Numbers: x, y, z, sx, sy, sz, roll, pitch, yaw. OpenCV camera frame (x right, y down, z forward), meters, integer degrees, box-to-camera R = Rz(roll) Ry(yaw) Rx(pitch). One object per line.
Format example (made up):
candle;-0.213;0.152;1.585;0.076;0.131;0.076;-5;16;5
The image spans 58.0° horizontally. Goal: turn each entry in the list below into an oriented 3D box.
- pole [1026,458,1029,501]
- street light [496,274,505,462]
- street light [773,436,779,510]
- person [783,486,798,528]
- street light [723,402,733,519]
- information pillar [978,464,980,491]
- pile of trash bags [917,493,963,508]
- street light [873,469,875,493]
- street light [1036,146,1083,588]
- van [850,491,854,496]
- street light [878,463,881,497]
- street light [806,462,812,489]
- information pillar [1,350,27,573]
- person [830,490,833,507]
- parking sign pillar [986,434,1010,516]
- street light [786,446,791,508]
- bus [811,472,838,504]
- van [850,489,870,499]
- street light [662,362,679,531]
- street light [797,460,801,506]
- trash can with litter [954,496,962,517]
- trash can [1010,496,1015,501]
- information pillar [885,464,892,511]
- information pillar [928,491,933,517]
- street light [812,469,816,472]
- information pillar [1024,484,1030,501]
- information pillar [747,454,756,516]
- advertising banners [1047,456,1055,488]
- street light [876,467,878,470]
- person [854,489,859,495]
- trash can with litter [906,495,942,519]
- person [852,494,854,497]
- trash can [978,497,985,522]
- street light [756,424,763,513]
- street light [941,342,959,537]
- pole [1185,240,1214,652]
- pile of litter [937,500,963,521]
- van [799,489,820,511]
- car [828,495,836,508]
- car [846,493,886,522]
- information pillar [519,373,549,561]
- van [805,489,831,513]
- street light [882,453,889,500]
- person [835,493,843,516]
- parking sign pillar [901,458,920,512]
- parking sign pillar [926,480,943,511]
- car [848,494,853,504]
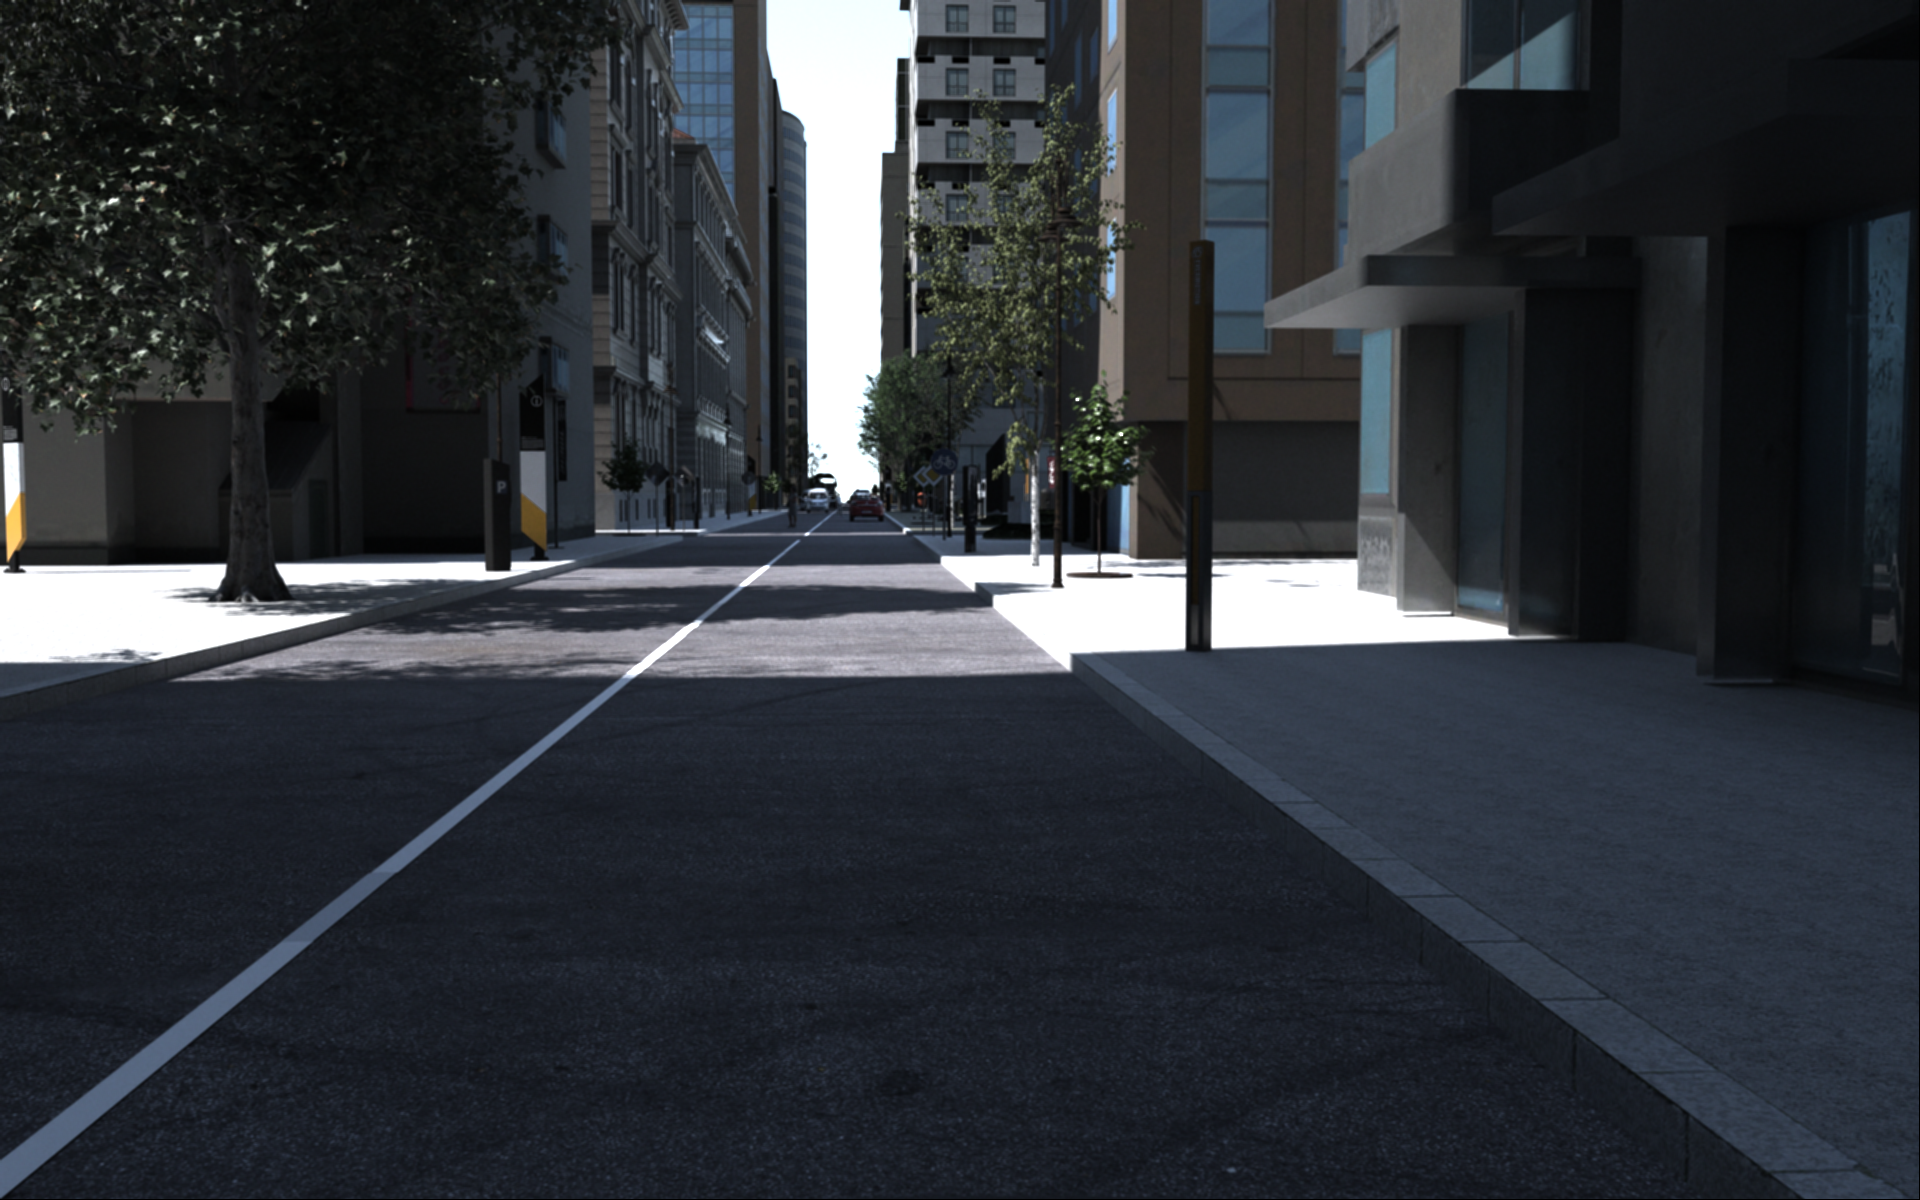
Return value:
pole;3.863;-6.435;99.057;0.158;3.312;0.155;0;3;0
street light;-8.203;-3.549;30.815;0.468;5.910;1.993;0;4;-3
street light;-14.593;-10.060;137.269;0.468;5.910;1.993;0;4;-3
person;-7.236;-3.972;73.803;0.532;1.782;0.716;-2;4;-33
street light;-11.691;-7.003;87.289;0.468;5.910;1.993;0;4;-3
information pillar;1.465;-8.726;134.020;0.183;3.616;0.504;0;4;-8
pile of trash bags;-1.119;-6.304;112.820;3.447;1.369;1.912;1;4;11
street light;-11.535;-16.401;240.938;0.468;5.910;1.993;0;4;-3
street light;1.336;-3.103;23.524;0.468;5.910;1.993;0;4;-3
van;-15.423;-15.419;259.114;2.013;2.044;4.112;0;4;-4
street light;-8.230;-12.963;184.731;0.468;5.910;1.993;0;4;-3
street light;-19.397;-15.093;219.561;0.468;5.910;1.993;0;4;-3
information pillar;-15.336;-2.245;28.061;0.504;3.616;0.183;2;4;35
person;-14.285;-11.281;192.575;0.705;1.869;1.348;0;4;-5
parking sign pillar;1.706;-5.463;77.786;1.447;3.967;1.447;-2;4;-35
street light;-16.188;-11.693;163.963;0.468;5.910;1.993;0;4;-3
bus;-15.655;-12.831;201.332;2.896;3.916;12.252;0;4;-2
van;-8.463;-8.707;149.377;2.013;2.044;4.112;0;4;-5
street light;-10.087;-5.370;60.595;0.468;5.910;1.993;0;4;-3
street light;-17.711;-13.328;190.695;0.468;5.910;1.993;0;4;-3
trash can with litter;-0.308;-5.329;98.521;0.624;1.170;1.055;1;4;22
trash can;3.949;-7.576;135.525;0.748;1.137;0.748;0;3;0
information pillar;-5.577;-8.761;134.593;0.504;3.616;0.183;-1;4;-10
information pillar;-1.670;-5.688;97.494;0.304;2.012;0.304;0;4;-5
street light;-21.080;-16.726;246.250;0.468;5.910;1.993;0;4;-3
information pillar;4.860;-7.409;125.631;0.304;2.012;0.304;1;4;18
information pillar;-12.224;-6.729;101.379;0.504;3.616;0.183;-1;4;-9
advertising banners;4.769;-5.112;79.767;0.090;3.025;2.074;-3;5;-44
street light;-9.853;-14.596;211.424;0.468;5.910;1.993;0;4;-3
person;-7.728;-7.435;129.917;0.638;1.841;0.748;-2;4;-24
trash can with litter;-1.717;-4.792;89.406;2.233;1.210;1.678;-1;4;-9
person;-12.602;-12.340;210.278;1.348;1.821;0.705;1;4;11
trash can;0.805;-4.183;80.045;0.748;1.137;0.748;0;3;0
street light;-13.229;-8.656;114.315;0.468;5.910;1.993;0;4;-3
street light;-0.318;-4.823;51.640;0.468;5.910;1.993;0;4;-3
pole;1.950;-1.237;14.063;0.158;3.312;0.155;0;3;0
pile of litter;-0.484;-4.174;82.206;1.176;0.858;1.719;-3;4;-37
van;-12.919;-8.732;149.773;2.013;2.044;4.112;0;4;-3
car;-13.730;-10.221;179.685;1.945;1.354;3.894;0;4;-4
car;-4.972;-5.067;91.887;2.155;1.783;4.494;0;4;-4
information pillar;-8.213;-2.570;33.382;0.504;3.616;0.183;-1;4;-10
van;-10.935;-7.731;133.407;2.013;2.044;4.112;0;4;-3
street light;-6.645;-11.316;157.806;0.468;5.910;1.993;0;4;-3
person;-7.790;-6.174;112.038;0.523;1.515;0.503;1;4;22
parking sign pillar;-3.641;-8.495;127.361;1.447;3.967;1.447;0;4;6
parking sign pillar;-1.878;-8.893;133.874;1.447;3.967;1.447;0;4;2
car;-14.442;-14.002;239.157;2.015;1.641;3.980;0;4;-4
